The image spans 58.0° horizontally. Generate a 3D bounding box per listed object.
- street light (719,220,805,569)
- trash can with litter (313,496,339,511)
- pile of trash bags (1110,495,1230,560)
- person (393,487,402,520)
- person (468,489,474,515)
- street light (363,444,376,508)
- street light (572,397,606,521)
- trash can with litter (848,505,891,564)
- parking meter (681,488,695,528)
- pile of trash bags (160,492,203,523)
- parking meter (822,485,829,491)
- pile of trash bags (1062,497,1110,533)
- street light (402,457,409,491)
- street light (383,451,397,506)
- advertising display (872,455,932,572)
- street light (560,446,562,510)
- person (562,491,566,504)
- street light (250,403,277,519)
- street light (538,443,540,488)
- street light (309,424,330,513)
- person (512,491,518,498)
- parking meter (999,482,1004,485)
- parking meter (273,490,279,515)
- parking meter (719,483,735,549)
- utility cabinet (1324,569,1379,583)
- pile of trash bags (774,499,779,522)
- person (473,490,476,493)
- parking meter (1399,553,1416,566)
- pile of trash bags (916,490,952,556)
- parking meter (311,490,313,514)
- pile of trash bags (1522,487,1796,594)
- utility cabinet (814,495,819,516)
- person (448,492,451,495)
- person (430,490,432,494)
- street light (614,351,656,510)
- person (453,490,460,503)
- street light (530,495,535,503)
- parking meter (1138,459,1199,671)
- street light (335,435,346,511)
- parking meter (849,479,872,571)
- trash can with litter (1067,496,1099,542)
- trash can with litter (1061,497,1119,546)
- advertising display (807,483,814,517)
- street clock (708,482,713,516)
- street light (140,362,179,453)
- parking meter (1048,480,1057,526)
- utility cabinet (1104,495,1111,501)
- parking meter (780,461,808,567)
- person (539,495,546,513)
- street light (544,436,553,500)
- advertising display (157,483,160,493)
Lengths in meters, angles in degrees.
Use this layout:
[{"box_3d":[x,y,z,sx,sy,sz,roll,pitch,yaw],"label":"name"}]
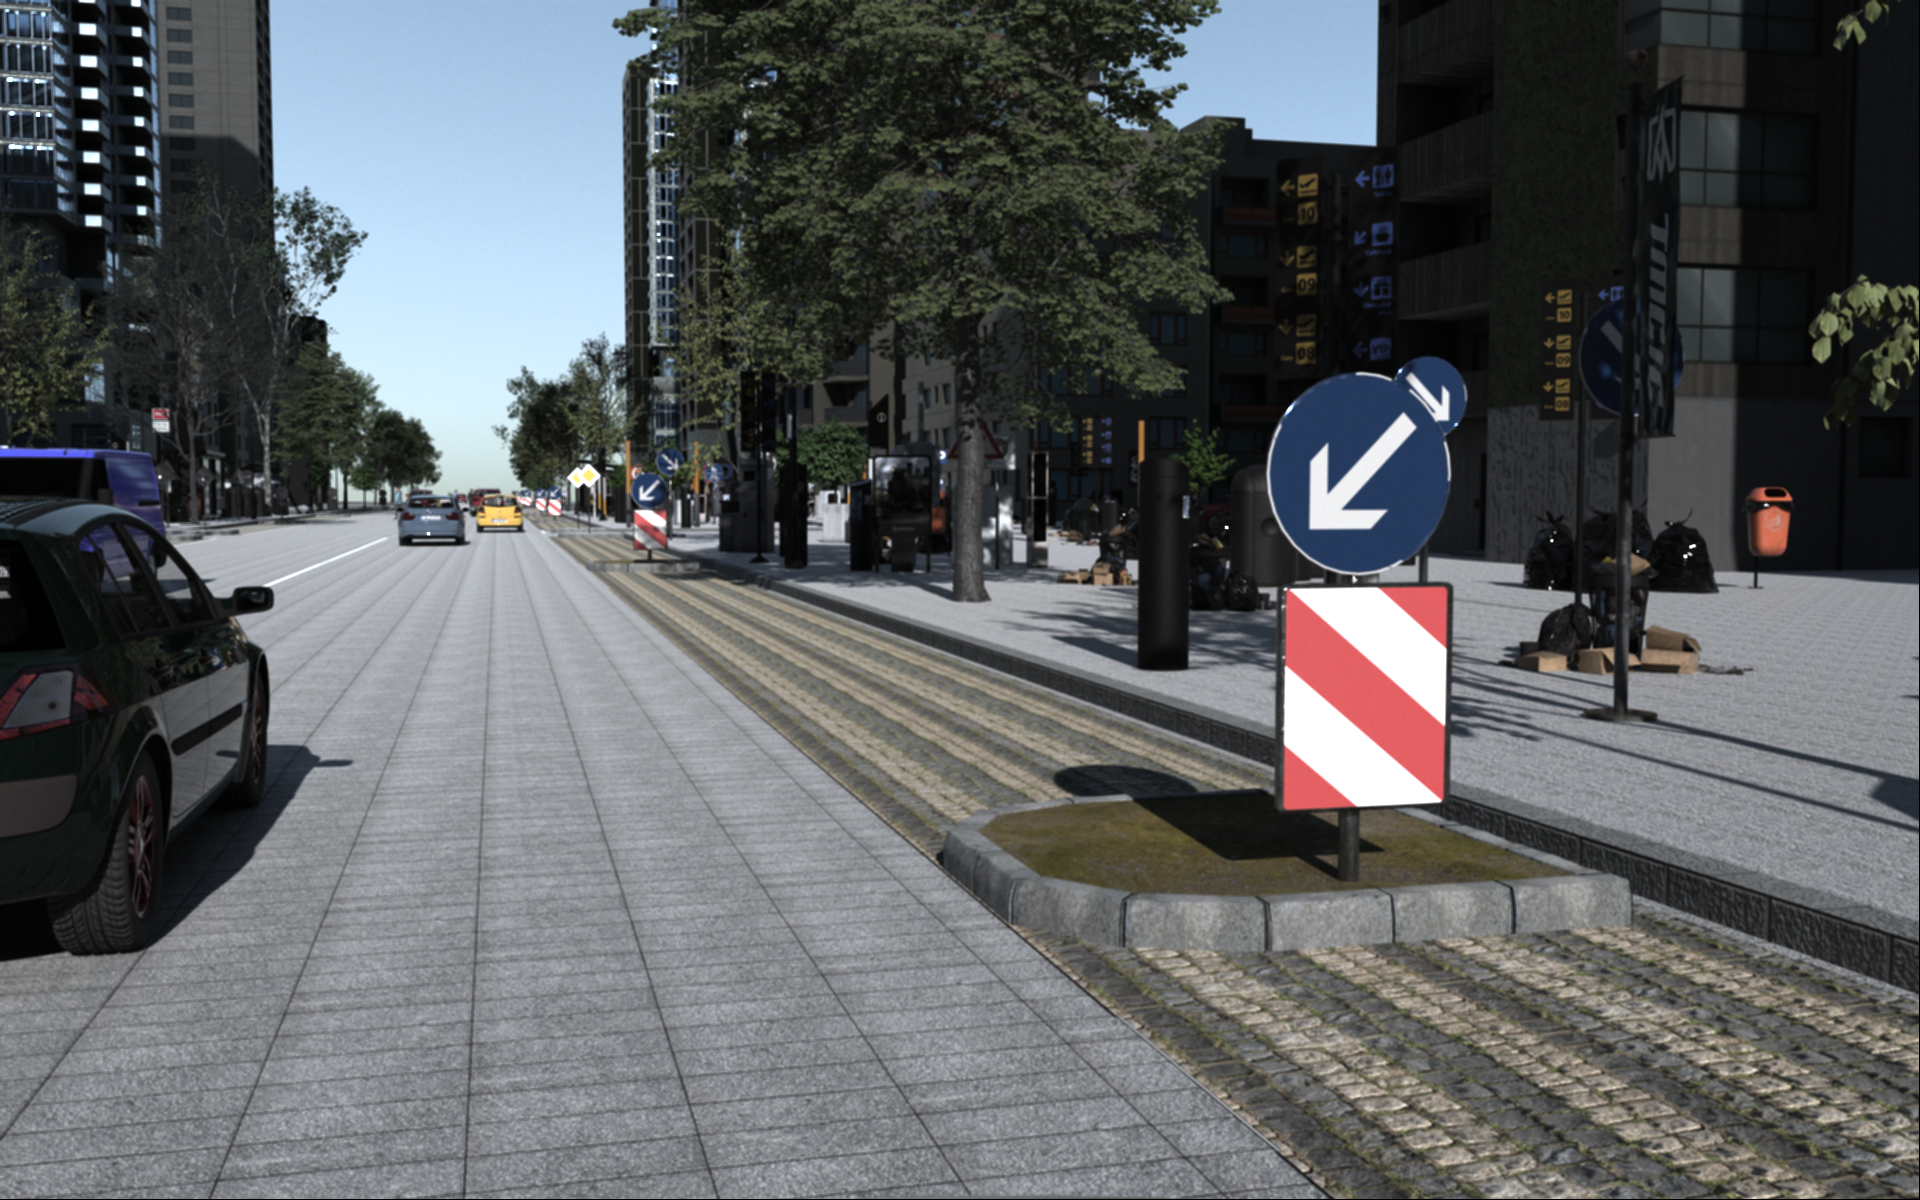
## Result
[{"box_3d":[-3.346,-3.472,29.312,1.470,5.913,1.316,-1,4,-15],"label":"street light"},{"box_3d":[-48.129,-7.341,131.079,2.233,1.210,1.678,0,4,-4],"label":"trash can with litter"},{"box_3d":[4.973,-1.489,34.102,3.447,1.369,1.912,-1,4,-21],"label":"pile of trash bags"},{"box_3d":[-31.082,-5.359,95.980,0.748,1.841,0.638,1,4,10],"label":"person"},{"box_3d":[-34.008,-6.856,120.767,0.661,1.801,0.590,3,4,38],"label":"person"},{"box_3d":[-54.941,-11.548,161.345,1.470,5.913,1.316,-1,4,-15],"label":"street light"},{"box_3d":[-17.777,-6.765,83.155,1.470,5.913,1.316,-1,4,-15],"label":"street light"},{"box_3d":[-1.478,-1.250,31.819,1.055,1.170,0.624,-2,4,-34],"label":"trash can with litter"},{"box_3d":[-10.343,-3.486,65.405,0.372,1.533,0.369,0,3,0],"label":"parking meter"},{"box_3d":[-35.284,-4.143,77.483,1.912,1.369,3.447,1,4,19],"label":"pile of trash bags"},{"box_3d":[-8.075,-6.015,104.049,0.399,1.863,0.255,-3,5,-40],"label":"parking meter"},{"box_3d":[5.178,-2.913,57.372,3.447,1.369,1.912,-1,4,-15],"label":"pile of trash bags"},{"box_3d":[-69.584,-14.873,215.713,1.470,5.913,1.316,-1,4,-15],"label":"street light"},{"box_3d":[-62.019,-13.182,188.064,1.470,5.913,1.316,-1,4,-15],"label":"street light"},{"box_3d":[-0.945,-1.420,28.427,0.974,1.923,0.123,0,3,0],"label":"advertising display"},{"box_3d":[-24.903,-8.399,109.862,1.470,5.913,1.316,-1,4,-15],"label":"street light"},{"box_3d":[-49.702,-12.788,217.450,0.709,1.838,0.599,-2,4,-31],"label":"person"},{"box_3d":[-35.479,-7.076,88.232,1.470,5.913,1.316,-1,4,-15],"label":"street light"},{"box_3d":[-37.669,-11.318,157.588,1.470,5.913,1.316,-1,4,-15],"label":"street light"},{"box_3d":[-42.713,-8.743,115.483,1.470,5.913,1.316,-1,4,-15],"label":"street light"},{"box_3d":[-43.665,-9.782,169.148,1.217,1.735,0.721,1,4,12],"label":"person"},{"box_3d":[1.770,-4.288,75.815,0.399,1.863,0.255,0,4,-5],"label":"parking meter"},{"box_3d":[-42.615,-6.089,107.969,0.372,1.533,0.369,0,3,0],"label":"parking meter"},{"box_3d":[-5.444,-1.963,40.502,0.372,1.533,0.369,0,3,0],"label":"parking meter"},{"box_3d":[3.196,-0.182,14.145,0.306,1.237,1.020,0,4,3],"label":"utility cabinet"},{"box_3d":[-8.389,-4.300,80.064,1.912,1.369,3.447,-1,4,-23],"label":"pile of trash bags"},{"box_3d":[-38.818,-7.940,138.836,1.217,1.766,0.721,2,4,26],"label":"person"},{"box_3d":[7.987,-1.558,31.179,0.399,1.863,0.255,3,5,44],"label":"parking meter"},{"box_3d":[-0.175,-1.700,37.550,1.912,1.369,3.447,1,4,12],"label":"pile of trash bags"},{"box_3d":[-42.539,-6.416,113.318,0.372,1.533,0.369,0,3,0],"label":"parking meter"},{"box_3d":[9.444,-0.820,23.159,3.447,1.369,1.912,0,4,-5],"label":"pile of trash bags"},{"box_3d":[-8.179,-5.625,103.133,1.020,1.237,0.306,-2,4,-31],"label":"utility cabinet"},{"box_3d":[-80.393,-16.135,273.113,0.445,1.727,0.742,2,4,29],"label":"person"},{"box_3d":[-57.549,-11.000,188.349,0.705,1.824,1.348,-1,4,-17],"label":"person"},{"box_3d":[-10.559,-5.138,56.547,1.470,5.913,1.316,-1,4,-15],"label":"street light"},{"box_3d":[-49.637,-9.932,170.756,0.599,1.838,0.709,3,4,37],"label":"person"},{"box_3d":[-44.815,-12.951,184.290,1.470,5.913,1.316,-1,4,-15],"label":"street light"},{"box_3d":[1.493,-0.262,12.699,0.372,1.533,0.369,0,3,0],"label":"parking meter"},{"box_3d":[-47.887,-9.913,134.619,1.470,5.913,1.316,-1,4,-15],"label":"street light"},{"box_3d":[-1.654,-1.259,29.003,0.372,1.533,0.369,0,3,0],"label":"parking meter"},{"box_3d":[3.292,-2.161,46.718,0.624,1.170,1.055,2,4,24],"label":"trash can with litter"},{"box_3d":[3.537,-1.983,43.480,1.678,1.210,2.233,-3,5,-44],"label":"trash can with litter"},{"box_3d":[-8.465,-5.485,94.890,0.974,1.923,0.123,-1,4,-12],"label":"advertising display"},{"box_3d":[-14.336,-5.861,100.392,0.471,2.002,0.358,1,4,11],"label":"street clock"},{"box_3d":[-28.095,-5.397,60.776,1.470,5.913,1.316,-1,4,-15],"label":"street light"},{"box_3d":[3.632,-3.864,68.888,0.399,1.863,0.255,-1,4,-12],"label":"parking meter"},{"box_3d":[6.489,-4.016,76.826,0.306,1.237,1.020,-2,4,-25],"label":"utility cabinet"},{"box_3d":[-2.906,-1.529,30.704,0.255,1.863,0.399,3,4,38],"label":"parking meter"},{"box_3d":[-30.617,-7.195,126.978,0.563,1.720,0.643,-2,4,-27],"label":"person"},{"box_3d":[-32.181,-10.072,137.211,1.470,5.913,1.316,-1,4,-15],"label":"street light"},{"box_3d":[-40.099,-4.925,85.744,0.974,1.923,0.123,0,4,-2],"label":"advertising display"}]
